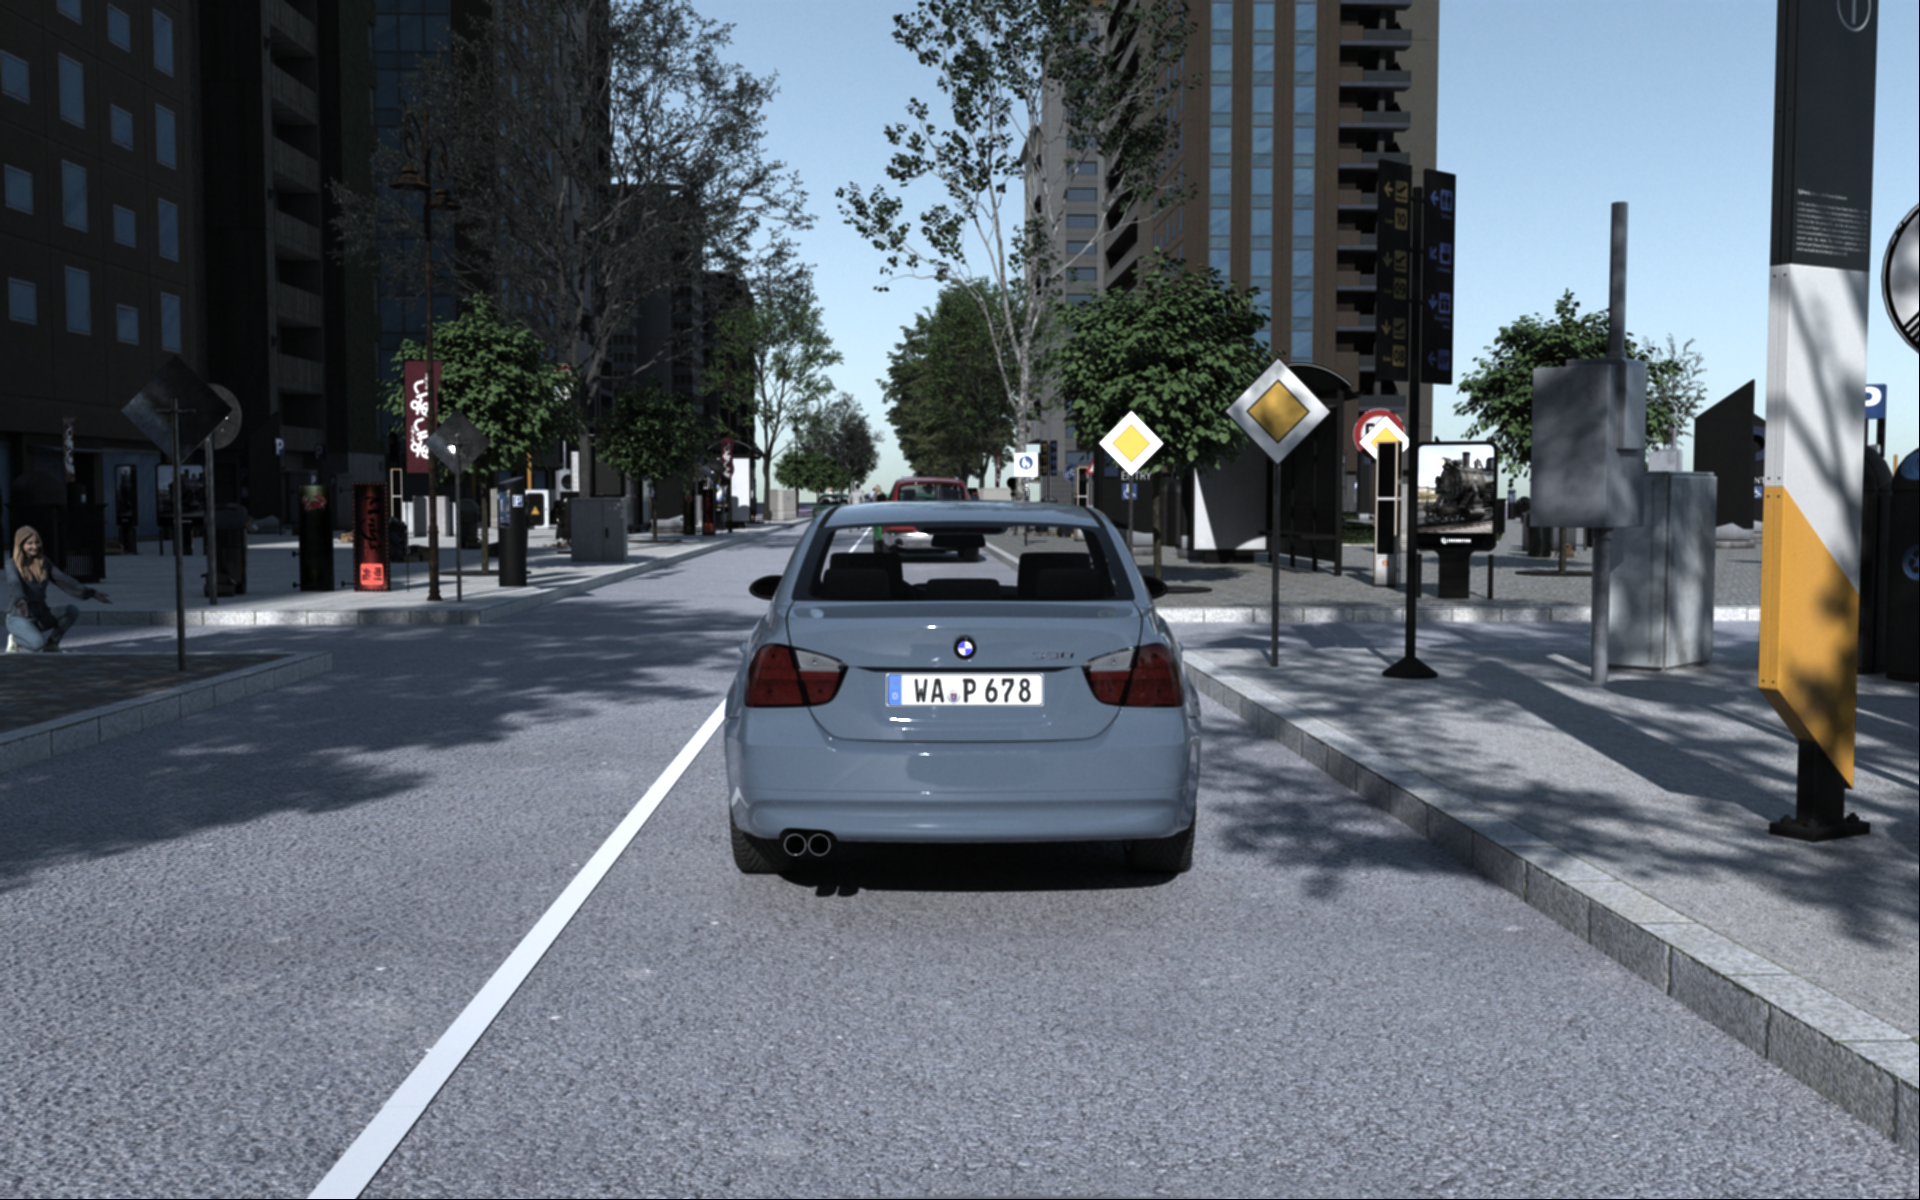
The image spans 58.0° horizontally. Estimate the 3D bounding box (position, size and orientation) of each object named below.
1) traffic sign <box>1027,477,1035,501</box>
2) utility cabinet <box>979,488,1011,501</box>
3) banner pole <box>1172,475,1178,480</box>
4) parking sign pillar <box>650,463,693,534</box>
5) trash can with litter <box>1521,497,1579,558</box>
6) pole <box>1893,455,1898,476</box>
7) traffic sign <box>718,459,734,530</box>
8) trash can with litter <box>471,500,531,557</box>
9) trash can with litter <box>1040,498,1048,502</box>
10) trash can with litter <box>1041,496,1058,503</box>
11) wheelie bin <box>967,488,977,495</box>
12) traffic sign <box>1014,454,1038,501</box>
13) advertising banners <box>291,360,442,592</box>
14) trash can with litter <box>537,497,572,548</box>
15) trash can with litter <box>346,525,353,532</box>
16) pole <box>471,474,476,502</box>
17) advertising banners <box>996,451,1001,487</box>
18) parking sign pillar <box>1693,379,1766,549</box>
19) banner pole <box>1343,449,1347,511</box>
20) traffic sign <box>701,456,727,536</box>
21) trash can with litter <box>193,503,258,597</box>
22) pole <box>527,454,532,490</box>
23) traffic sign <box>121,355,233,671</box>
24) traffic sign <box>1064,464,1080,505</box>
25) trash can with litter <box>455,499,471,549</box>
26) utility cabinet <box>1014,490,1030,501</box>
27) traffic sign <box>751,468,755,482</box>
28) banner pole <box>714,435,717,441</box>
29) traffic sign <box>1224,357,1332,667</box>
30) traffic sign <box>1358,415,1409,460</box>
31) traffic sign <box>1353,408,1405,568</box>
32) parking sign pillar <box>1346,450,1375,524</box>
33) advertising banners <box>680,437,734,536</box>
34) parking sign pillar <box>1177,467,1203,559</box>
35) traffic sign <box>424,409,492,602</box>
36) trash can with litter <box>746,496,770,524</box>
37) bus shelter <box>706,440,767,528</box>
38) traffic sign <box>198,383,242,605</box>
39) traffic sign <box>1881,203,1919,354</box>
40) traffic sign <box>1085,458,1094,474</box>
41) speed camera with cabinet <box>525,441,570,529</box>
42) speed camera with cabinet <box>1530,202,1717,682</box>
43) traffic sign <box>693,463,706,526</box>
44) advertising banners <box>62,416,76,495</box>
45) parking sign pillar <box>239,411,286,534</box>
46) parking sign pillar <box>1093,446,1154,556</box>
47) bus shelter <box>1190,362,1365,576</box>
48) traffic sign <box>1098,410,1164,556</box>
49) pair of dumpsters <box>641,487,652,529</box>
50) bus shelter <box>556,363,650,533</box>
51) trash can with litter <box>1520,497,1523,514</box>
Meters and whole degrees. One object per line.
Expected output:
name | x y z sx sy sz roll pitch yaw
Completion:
traffic sign | 2.826 -4.427 72.495 0.768 2.556 0.104 0 4 1
utility cabinet | 1.214 -3.200 60.993 1.173 1.500 0.318 -2 4 -32
banner pole | 10.424 -5.721 83.557 0.401 3.779 0.863 -3 5 -41
parking sign pillar | -9.436 -4.173 56.703 1.447 3.967 1.447 -2 4 -27
trash can with litter | 12.036 -1.457 35.207 1.055 1.170 0.624 1 4 15
pole | 48.703 -5.895 90.234 0.158 3.312 0.155 0 3 0
traffic sign | -8.399 -3.753 61.470 0.768 2.556 0.104 0 4 -2
trash can with litter | -9.267 -1.459 35.242 1.055 1.170 0.624 1 4 22
trash can with litter | 2.498 -2.851 57.993 1.055 1.170 0.624 0 4 3
trash can with litter | 2.372 -2.620 53.893 2.233 1.210 1.678 0 4 -3
wheelie bin | 0.635 -5.159 92.259 0.980 1.594 0.693 0 3 0
traffic sign | 1.639 -2.503 43.046 0.606 2.300 0.079 0 4 4
advertising banners | -7.760 -1.621 22.696 2.074 3.025 0.090 0 4 5
trash can with litter | -9.672 -1.900 42.125 1.678 1.210 2.233 0 4 0
trash can with litter | -18.912 -2.665 54.954 1.055 1.170 0.624 -3 4 -39
pole | -19.014 -4.515 67.658 0.158 3.312 0.155 0 3 0
advertising banners | 1.275 -4.635 71.963 0.090 3.025 2.074 -1 4 -22
parking sign pillar | 18.224 -3.231 41.295 1.447 3.967 1.447 3 4 39
banner pole | 21.162 -6.453 95.527 0.401 3.779 0.863 3 5 43
traffic sign | -7.465 -3.141 52.538 0.795 2.450 0.064 0 4 1
trash can with litter | -9.279 -0.647 21.972 0.624 1.170 1.055 -1 4 -17
pole | -16.091 -4.336 64.744 0.158 3.312 0.155 0 3 0
traffic sign | -5.655 -0.544 12.536 0.795 2.450 0.064 0 4 -2
traffic sign | 4.788 -4.477 73.307 0.768 2.556 0.104 0 4 4
trash can with litter | -11.441 -1.789 40.630 0.624 1.170 1.055 -2 4 -32
utility cabinet | 3.349 -5.210 93.861 0.318 1.500 1.173 2 4 31
traffic sign | -9.774 -4.851 79.416 0.768 2.556 0.104 0 4 7
banner pole | -10.206 -5.128 73.859 0.863 3.779 0.401 1 4 17
traffic sign | 2.334 -0.560 12.803 0.795 2.450 0.064 0 4 -2
traffic sign | 6.243 -1.485 25.465 0.795 2.450 0.064 0 4 3
traffic sign | 6.242 -1.576 25.879 0.768 2.556 0.104 0 4 2
parking sign pillar | 17.199 -5.220 73.819 1.447 3.967 1.447 1 4 8
advertising banners | -7.828 -3.520 53.732 2.074 3.025 0.090 2 4 29
parking sign pillar | 5.071 -2.815 34.504 1.447 3.967 1.447 0 4 3
traffic sign | -5.944 -1.032 20.516 0.795 2.450 0.064 0 4 -2
trash can with litter | -9.132 -3.952 75.677 1.678 1.210 2.233 0 4 -4
bus shelter | -8.673 -4.482 67.209 2.014 3.302 5.546 0 4 -2
traffic sign | -8.652 -1.216 19.991 0.768 2.556 0.104 0 4 8
traffic sign | 4.153 -0.432 7.173 0.768 2.556 0.104 0 4 0
traffic sign | 3.789 -2.845 46.514 0.884 2.594 0.081 0 4 3
speed camera with cabinet | -15.107 -4.231 63.521 2.038 3.252 0.660 -2 4 -29
speed camera with cabinet | 4.811 -1.110 12.479 0.660 3.252 2.038 3 5 43
traffic sign | -10.732 -4.308 70.541 0.768 2.556 0.104 0 4 3
advertising banners | -20.127 -2.576 38.308 0.090 3.025 2.074 0 4 6
parking sign pillar | -22.638 -4.133 56.041 1.447 3.967 1.447 2 4 26
parking sign pillar | 3.495 -2.940 36.543 1.447 3.967 1.447 -1 4 -17
bus shelter | 5.123 -2.172 29.436 2.014 3.302 5.546 0 4 -2
traffic sign | 2.046 -1.048 20.783 0.795 2.450 0.064 0 4 -2
pair of dumpsters | -12.109 -3.757 63.925 1.574 2.255 4.437 0 4 -2
bus shelter | -11.483 -4.786 55.886 2.179 5.291 8.768 0 4 -2
trash can with litter | 25.213 -3.984 76.523 0.624 1.170 1.055 -1 4 -18
